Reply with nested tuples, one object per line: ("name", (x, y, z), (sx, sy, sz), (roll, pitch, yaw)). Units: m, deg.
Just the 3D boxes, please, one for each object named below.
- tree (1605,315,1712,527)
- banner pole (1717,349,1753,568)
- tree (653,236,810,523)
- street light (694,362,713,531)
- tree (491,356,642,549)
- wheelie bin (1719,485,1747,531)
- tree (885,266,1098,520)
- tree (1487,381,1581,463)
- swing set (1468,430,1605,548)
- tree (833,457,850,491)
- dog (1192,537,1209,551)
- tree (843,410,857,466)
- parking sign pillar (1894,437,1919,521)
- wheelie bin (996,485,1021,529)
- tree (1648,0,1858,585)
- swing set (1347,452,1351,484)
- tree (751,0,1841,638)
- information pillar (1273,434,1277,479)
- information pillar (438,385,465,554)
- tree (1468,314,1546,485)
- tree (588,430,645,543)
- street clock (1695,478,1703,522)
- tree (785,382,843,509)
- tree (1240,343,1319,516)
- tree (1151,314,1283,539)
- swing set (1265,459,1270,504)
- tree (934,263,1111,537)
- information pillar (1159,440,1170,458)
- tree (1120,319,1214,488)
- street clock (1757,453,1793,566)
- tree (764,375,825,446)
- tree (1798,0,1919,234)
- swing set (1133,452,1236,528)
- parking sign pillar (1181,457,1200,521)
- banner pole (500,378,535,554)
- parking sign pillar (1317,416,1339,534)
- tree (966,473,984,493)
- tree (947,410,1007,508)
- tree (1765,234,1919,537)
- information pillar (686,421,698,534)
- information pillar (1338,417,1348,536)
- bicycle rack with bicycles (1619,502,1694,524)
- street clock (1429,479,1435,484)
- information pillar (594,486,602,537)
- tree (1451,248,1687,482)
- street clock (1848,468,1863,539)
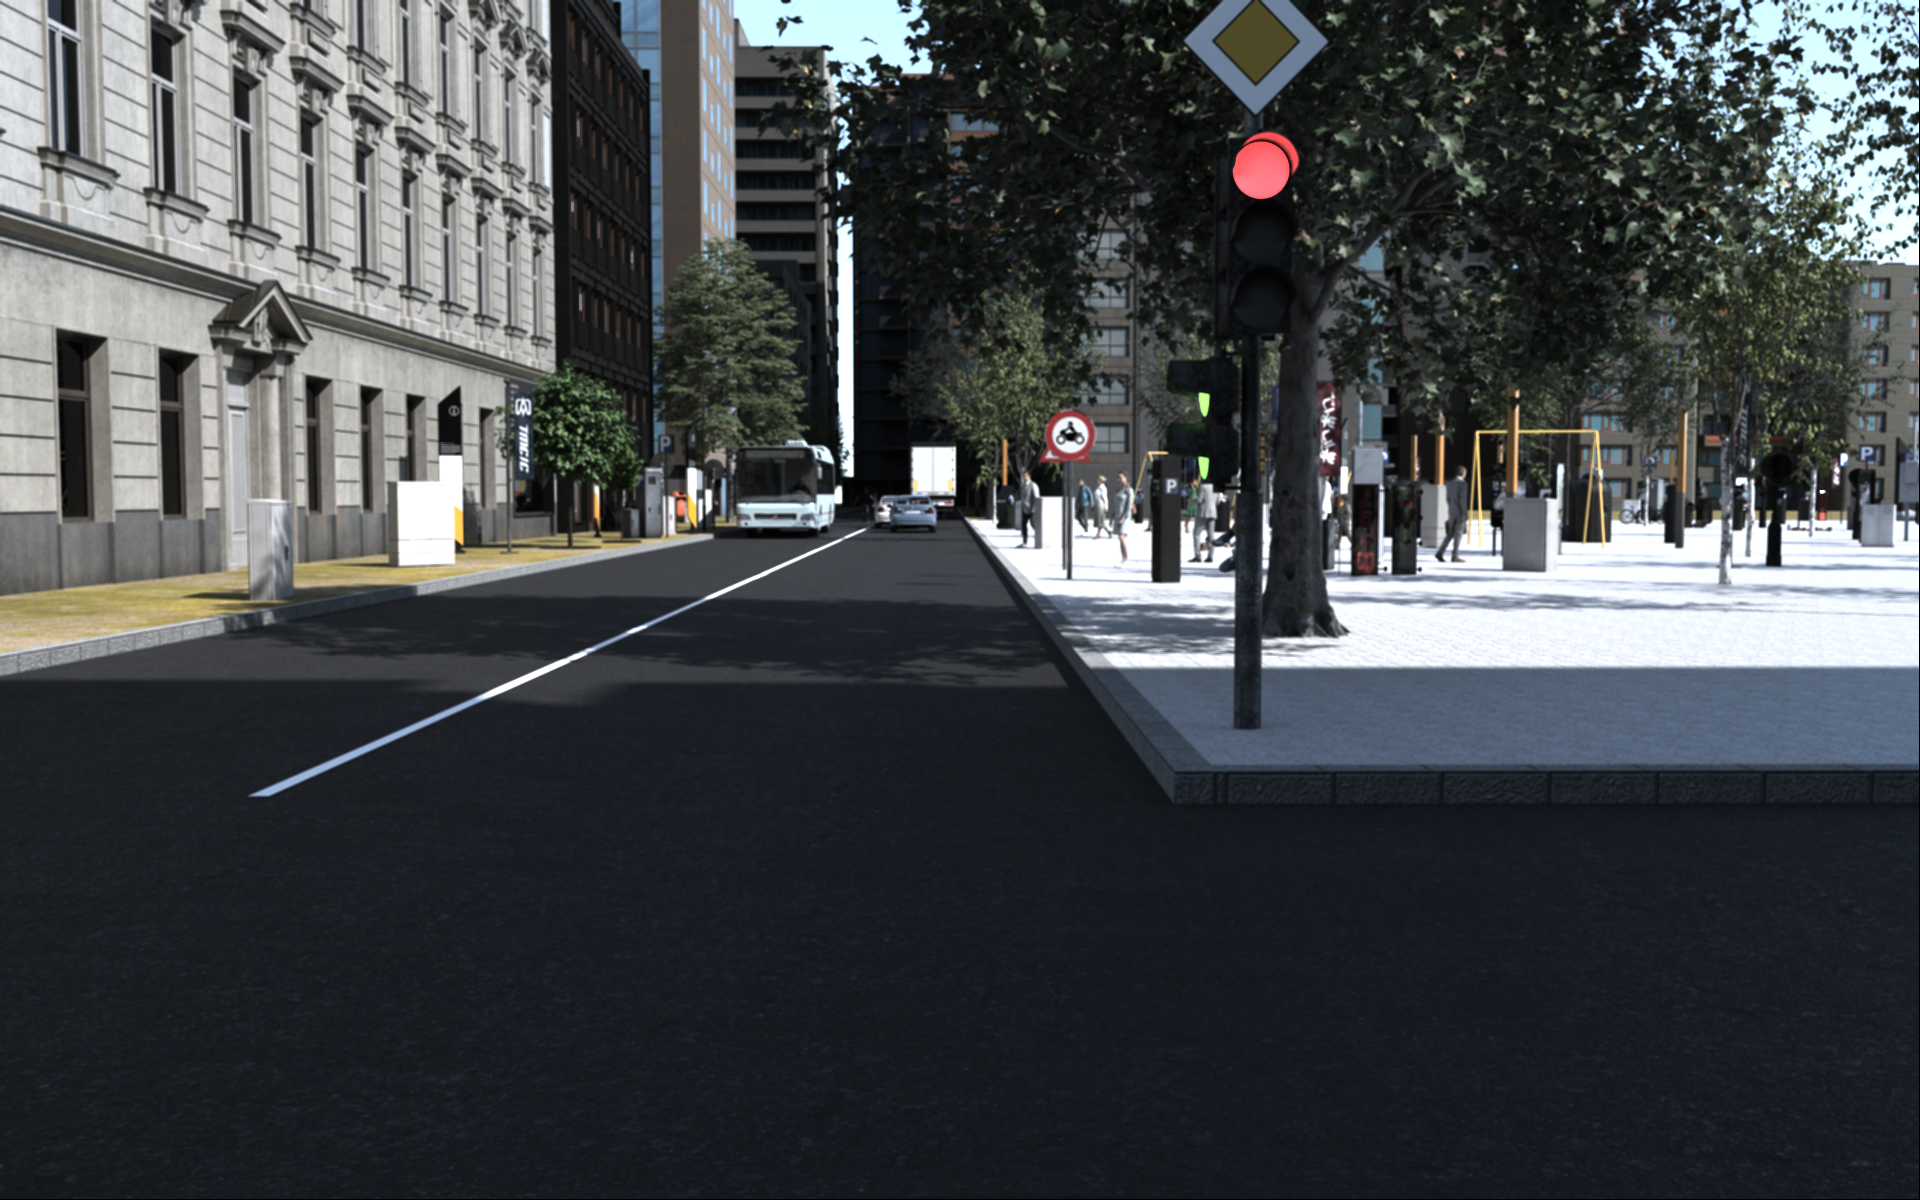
("tree", (27.388, -7.214, 68.305), (4.360, 8.622, 3.978), (0, 3, 0))
("banner pole", (13.383, -2.431, 29.762), (0.401, 3.779, 0.863), (0, 4, -1))
("tree", (-10.704, -9.723, 77.098), (7.486, 12.596, 7.792), (0, 3, 0))
("street light", (-9.006, -5.385, 60.830), (0.468, 5.910, 1.993), (0, 4, -1))
("tree", (-9.173, -3.503, 40.982), (4.285, 4.588, 4.351), (0, 3, 0))
("wheelie bin", (27.191, -3.236, 60.811), (0.980, 1.594, 0.693), (1, 4, 20))
("tree", (1.554, -10.690, 85.149), (12.009, 13.543, 11.850), (0, 3, 0))
("tree", (25.281, -7.771, 77.421), (4.360, 8.622, 3.978), (0, 3, 0))
("swing set", (14.073, -2.762, 42.776), (3.119, 2.851, 2.862), (1, 4, 11))
("tree", (-10.583, -9.497, 138.983), (4.285, 4.588, 4.351), (0, 3, 0))
("dog", (5.512, -1.319, 39.308), (0.748, 0.427, 0.550), (-1, 4, -13))
("tree", (-10.967, -12.259, 150.793), (4.737, 8.622, 4.395), (0, 3, 0))
("parking sign pillar", (45.167, -5.755, 82.569), (1.447, 3.967, 1.447), (-2, 4, -29))
("wheelie bin", (1.741, -3.396, 63.435), (0.693, 1.594, 0.980), (-3, 4, -39))
("tree", (10.797, -4.509, 24.092), (4.737, 8.622, 4.395), (0, 3, 0))
("swing set", (14.177, -4.177, 65.916), (2.862, 2.851, 3.119), (-2, 4, -35))
("tree", (3.097, -6.021, 15.449), (9.611, 12.733, 9.660), (0, 3, 0))
("information pillar", (11.054, -4.204, 60.089), (0.183, 3.616, 0.504), (-2, 4, -32))
("information pillar", (-10.943, -2.807, 37.251), (0.504, 3.616, 0.183), (-2, 4, -28))
("tree", (21.589, -7.159, 67.406), (4.737, 8.622, 4.395), (0, 3, 0))
("tree", (-8.980, -3.144, 46.007), (1.663, 3.219, 1.824), (0, 3, 0))
("street clock", (33.628, -4.542, 78.838), (0.358, 2.002, 0.471), (3, 5, 41))
("tree", (-10.160, -10.005, 113.946), (4.737, 8.622, 4.395), (0, 3, 0))
("tree", (14.682, -7.981, 80.844), (4.360, 8.622, 3.978), (0, 3, 0))
("tree", (7.678, -6.021, 48.803), (4.737, 8.622, 4.395), (0, 3, 0))
("swing set", (13.667, -4.818, 76.394), (3.119, 2.851, 2.862), (-1, 4, -16))
("tree", (2.051, -6.208, 51.869), (4.737, 8.622, 4.395), (0, 3, 0))
("information pillar", (8.790, -5.095, 74.663), (0.504, 3.616, 0.183), (2, 4, 27))
("tree", (8.513, -7.308, 69.853), (4.360, 8.622, 3.978), (0, 3, 0))
("street clock", (14.475, -1.601, 30.754), (0.471, 2.002, 0.358), (0, 4, -2))
("tree", (-10.405, -9.550, 106.510), (4.360, 8.622, 3.978), (0, 3, 0))
("tree", (10.716, -4.119, 17.713), (4.360, 8.622, 3.978), (0, 3, 0))
("swing set", (8.328, -4.144, 65.368), (3.119, 2.851, 2.862), (-2, 4, -30))
("parking sign pillar", (10.687, -5.725, 82.078), (1.447, 3.967, 1.447), (2, 4, 23))
("banner pole", (-9.592, -2.908, 37.566), (0.863, 3.779, 0.401), (-3, 5, -43))
("parking sign pillar", (11.774, -4.151, 56.348), (1.447, 3.967, 1.447), (-2, 4, -33))
("tree", (1.247, -9.817, 155.102), (1.663, 3.219, 1.824), (0, 3, 0))
("tree", (1.743, -11.098, 131.818), (4.360, 8.622, 3.978), (0, 3, 0))
("tree", (25.719, -6.193, 51.622), (4.360, 8.622, 3.978), (0, 3, 0))
("information pillar", (-8.561, -3.905, 55.196), (0.183, 3.616, 0.504), (1, 4, 21))
("information pillar", (11.659, -3.751, 52.690), (0.183, 3.616, 0.504), (3, 4, 36))
("bicycle rack with bicycles", (29.599, -3.687, 73.661), (2.925, 0.926, 2.852), (2, 4, 24))
("street clock", (23.142, -4.902, 84.713), (0.358, 2.002, 0.471), (-2, 4, -30))
("information pillar", (-10.814, -3.680, 51.519), (0.183, 3.616, 0.504), (0, 4, -3))
("tree", (18.712, -7.310, 53.933), (7.601, 10.594, 8.767), (0, 4, 6))
("street clock", (25.372, -2.716, 48.970), (0.471, 2.002, 0.358), (1, 4, 20))
